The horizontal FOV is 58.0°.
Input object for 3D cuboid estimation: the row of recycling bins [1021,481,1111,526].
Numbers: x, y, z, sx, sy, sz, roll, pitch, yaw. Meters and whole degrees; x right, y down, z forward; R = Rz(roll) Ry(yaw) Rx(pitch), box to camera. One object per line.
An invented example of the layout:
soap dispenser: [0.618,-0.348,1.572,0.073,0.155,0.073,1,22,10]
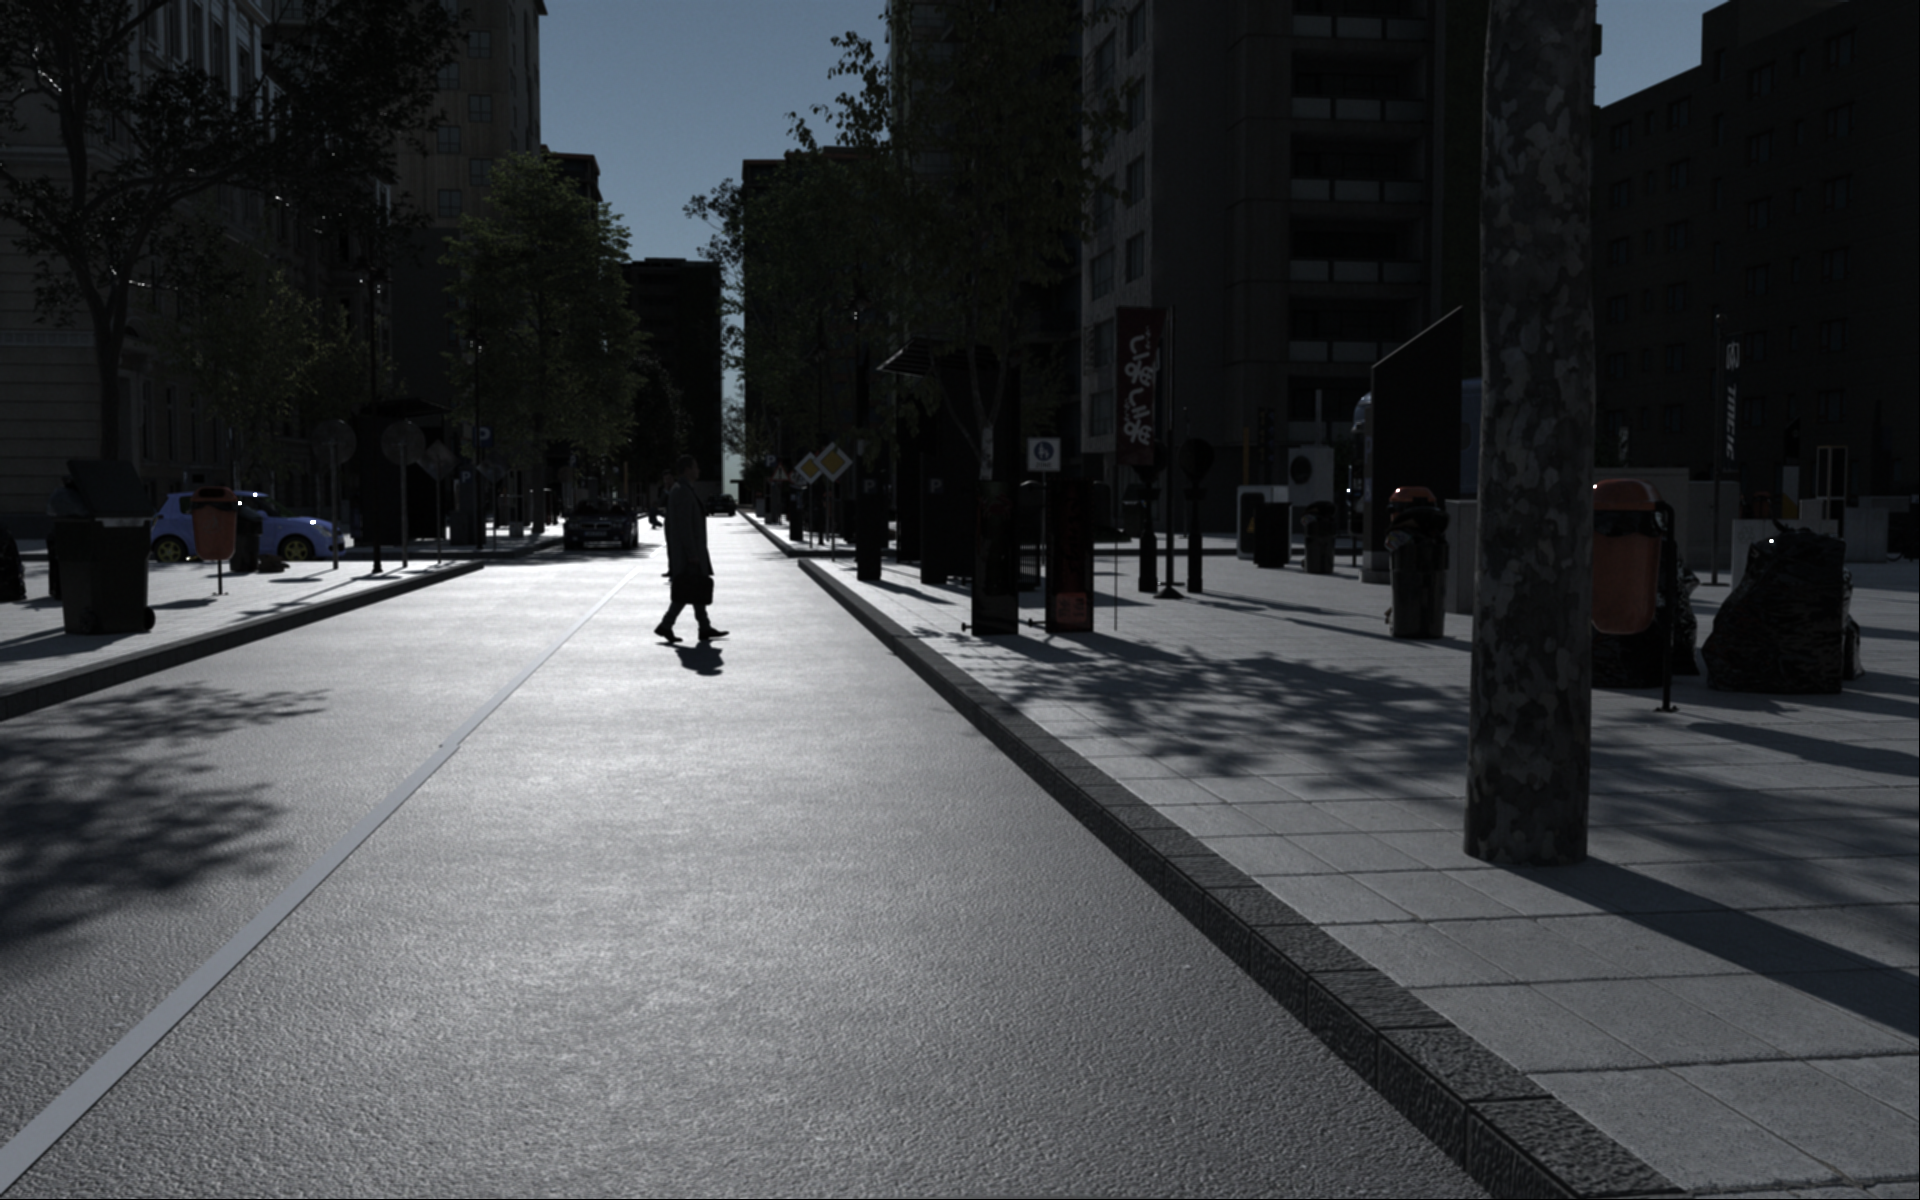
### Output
row of recycling bins: [3.340,-2.975,55.752,3.534,1.692,1.069,-2,4,-35]

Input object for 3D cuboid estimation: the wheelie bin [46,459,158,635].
wheelie bin: [-7.952,-0.495,16.007,0.693,1.594,0.980,2,4,29]

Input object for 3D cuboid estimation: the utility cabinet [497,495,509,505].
utility cabinet: [-24.970,-5.116,94.812,1.020,1.237,0.306,1,4,13]

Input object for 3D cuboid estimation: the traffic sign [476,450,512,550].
traffic sign: [-10.690,-2.209,39.756,0.795,2.450,0.064,0,4,-8]

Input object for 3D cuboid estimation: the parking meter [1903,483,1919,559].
parking meter: [18.945,-1.586,34.347,0.372,1.533,0.369,0,3,0]

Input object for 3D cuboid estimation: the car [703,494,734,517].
car: [-15.580,-6.248,111.949,2.009,1.686,4.222,-1,4,-8]

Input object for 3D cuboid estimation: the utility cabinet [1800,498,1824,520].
utility cabinet: [12.317,-0.853,25.105,0.306,1.237,1.020,2,4,25]

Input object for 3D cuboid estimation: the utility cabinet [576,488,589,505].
utility cabinet: [-14.768,-3.614,67.761,0.318,1.500,1.173,-1,4,-22]

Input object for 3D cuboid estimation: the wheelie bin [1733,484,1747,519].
wheelie bin: [22.282,-2.571,49.937,0.693,1.594,0.980,1,4,18]

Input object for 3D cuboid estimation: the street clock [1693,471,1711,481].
street clock: [23.461,-3.073,54.809,0.471,2.002,0.358,0,4,0]

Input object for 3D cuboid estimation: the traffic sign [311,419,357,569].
traffic sign: [-10.689,-1.802,29.576,0.768,2.556,0.104,0,4,-2]

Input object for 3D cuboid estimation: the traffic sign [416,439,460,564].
traffic sign: [-9.587,-1.725,31.847,0.795,2.450,0.064,0,4,-8]

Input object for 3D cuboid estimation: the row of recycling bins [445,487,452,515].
row of recycling bins: [-31.342,-6.040,105.863,1.069,1.692,3.534,-1,4,-12]

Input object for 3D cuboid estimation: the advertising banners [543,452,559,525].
advertising banners: [-17.241,-4.669,72.530,0.090,3.025,2.074,0,4,8]

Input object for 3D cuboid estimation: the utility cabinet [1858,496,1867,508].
utility cabinet: [24.675,-2.180,46.804,0.306,1.237,1.020,0,3,0]

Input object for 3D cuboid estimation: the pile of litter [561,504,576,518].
pile of litter: [-20.610,-4.803,92.498,1.176,0.858,1.719,-3,4,-36]

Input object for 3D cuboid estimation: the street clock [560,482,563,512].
street clock: [-24.198,-6.170,105.455,0.358,2.002,0.471,-1,4,-12]

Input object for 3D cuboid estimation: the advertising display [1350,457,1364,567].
advertising display: [7.253,-1.516,29.999,0.974,1.923,0.123,2,4,34]

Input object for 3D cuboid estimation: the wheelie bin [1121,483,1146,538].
wheelie bin: [5.208,-2.654,51.296,0.980,1.594,0.693,3,5,41]

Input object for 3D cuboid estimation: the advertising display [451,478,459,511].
advertising display: [-20.920,-4.082,71.946,0.123,1.923,0.974,0,4,2]

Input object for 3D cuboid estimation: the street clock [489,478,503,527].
street clock: [-17.855,-3.799,66.689,0.358,2.002,0.471,3,5,45]

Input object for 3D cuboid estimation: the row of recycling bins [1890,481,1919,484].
row of recycling bins: [29.125,-2.769,52.389,1.069,1.692,3.534,0,4,-1]

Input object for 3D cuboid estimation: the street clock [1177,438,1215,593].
street clock: [3.067,-1.101,22.564,0.471,2.002,0.358,0,4,5]

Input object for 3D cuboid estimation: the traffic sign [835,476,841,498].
traffic sign: [-5.705,-5.059,82.824,0.768,2.556,0.104,0,4,-5]

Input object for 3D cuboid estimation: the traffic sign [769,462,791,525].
traffic sign: [-7.338,-4.326,70.738,0.884,2.594,0.081,0,4,-5]

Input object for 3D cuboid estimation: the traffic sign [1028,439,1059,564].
traffic sign: [1.514,-1.795,31.482,0.606,2.300,0.079,0,4,-8]

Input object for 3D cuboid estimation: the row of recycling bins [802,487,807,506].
row of recycling bins: [-9.519,-5.919,103.887,1.069,1.692,3.534,0,4,6]

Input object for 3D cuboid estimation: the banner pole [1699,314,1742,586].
banner pole: [10.579,-2.075,23.943,0.401,3.779,0.863,0,4,0]

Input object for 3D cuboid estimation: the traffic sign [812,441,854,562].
traffic sign: [-2.409,-1.785,32.824,0.795,2.450,0.064,0,4,-8]

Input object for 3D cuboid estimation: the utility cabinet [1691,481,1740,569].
utility cabinet: [12.561,-1.264,29.345,1.173,1.500,0.318,0,4,-3]

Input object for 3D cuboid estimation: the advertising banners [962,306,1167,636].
advertising banners: [0.988,-1.210,15.965,2.074,3.025,0.090,-1,4,-22]

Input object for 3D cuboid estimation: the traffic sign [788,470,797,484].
traffic sign: [-8.600,-5.528,90.490,0.768,2.556,0.104,0,4,-7]

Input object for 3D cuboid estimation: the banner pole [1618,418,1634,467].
banner pole: [21.759,-4.072,56.587,0.863,3.779,0.401,-2,4,-31]

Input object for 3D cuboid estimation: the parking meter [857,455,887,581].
parking meter: [-1.332,-1.226,25.762,0.399,1.863,0.255,0,4,-3]

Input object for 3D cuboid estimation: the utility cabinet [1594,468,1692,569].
utility cabinet: [5.511,-0.366,14.667,1.173,1.500,0.318,0,4,-4]

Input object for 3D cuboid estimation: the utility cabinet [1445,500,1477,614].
utility cabinet: [5.773,-0.464,18.749,1.020,1.237,0.306,-1,4,-16]

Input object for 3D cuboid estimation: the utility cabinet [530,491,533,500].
utility cabinet: [-27.912,-6.314,111.907,1.173,1.500,0.318,-1,4,-19]

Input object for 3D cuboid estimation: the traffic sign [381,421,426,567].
traffic sign: [-9.742,-1.848,30.328,0.768,2.556,0.104,0,4,-5]

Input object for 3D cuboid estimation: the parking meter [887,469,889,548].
parking meter: [-1.905,-2.163,41.078,0.399,1.863,0.255,-1,4,-17]

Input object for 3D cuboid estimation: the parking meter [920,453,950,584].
parking meter: [-0.355,-1.165,24.762,0.399,1.863,0.255,-1,4,-11]

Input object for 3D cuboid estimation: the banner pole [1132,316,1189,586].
banner pole: [2.795,-2.107,24.460,0.863,3.779,0.401,3,4,38]

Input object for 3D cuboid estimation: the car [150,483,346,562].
car: [-14.337,-1.546,34.869,3.694,1.707,1.945,-1,4,-9]

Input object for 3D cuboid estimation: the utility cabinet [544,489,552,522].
utility cabinet: [-18.650,-4.229,77.820,0.318,1.500,1.173,0,4,5]

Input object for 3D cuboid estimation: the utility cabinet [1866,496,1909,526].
utility cabinet: [23.777,-2.021,44.199,1.020,1.237,0.306,1,4,11]

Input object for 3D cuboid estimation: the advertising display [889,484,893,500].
advertising display: [-4.828,-6.676,114.368,0.974,1.923,0.123,3,5,43]

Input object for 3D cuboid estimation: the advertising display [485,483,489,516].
advertising display: [-27.620,-5.825,100.451,0.123,1.923,0.974,1,4,14]

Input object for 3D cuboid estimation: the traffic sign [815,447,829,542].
traffic sign: [-3.571,-2.849,46.683,0.768,2.556,0.104,0,4,-2]

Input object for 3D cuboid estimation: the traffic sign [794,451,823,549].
traffic sign: [-3.513,-2.269,40.733,0.795,2.450,0.064,0,4,-8]

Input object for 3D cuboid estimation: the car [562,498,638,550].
car: [-9.482,-2.034,45.842,1.945,1.354,3.894,0,4,-7]

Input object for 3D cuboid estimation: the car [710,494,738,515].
car: [-16.217,-6.647,118.471,2.009,1.686,4.222,0,4,-8]

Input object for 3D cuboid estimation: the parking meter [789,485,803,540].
parking meter: [-4.539,-2.422,48.003,0.372,1.533,0.369,0,3,0]

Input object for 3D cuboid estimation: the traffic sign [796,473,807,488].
traffic sign: [-7.482,-4.862,81.616,0.606,2.300,0.079,0,4,0]

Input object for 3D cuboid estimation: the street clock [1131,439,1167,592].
street clock: [2.474,-1.110,22.719,0.471,2.002,0.358,2,4,33]

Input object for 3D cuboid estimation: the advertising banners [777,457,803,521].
advertising banners: [-8.202,-5.335,83.419,0.090,3.025,2.074,2,4,32]

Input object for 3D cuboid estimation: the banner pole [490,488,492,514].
banner pole: [-29.899,-7.402,111.041,0.401,3.779,0.863,3,5,45]
